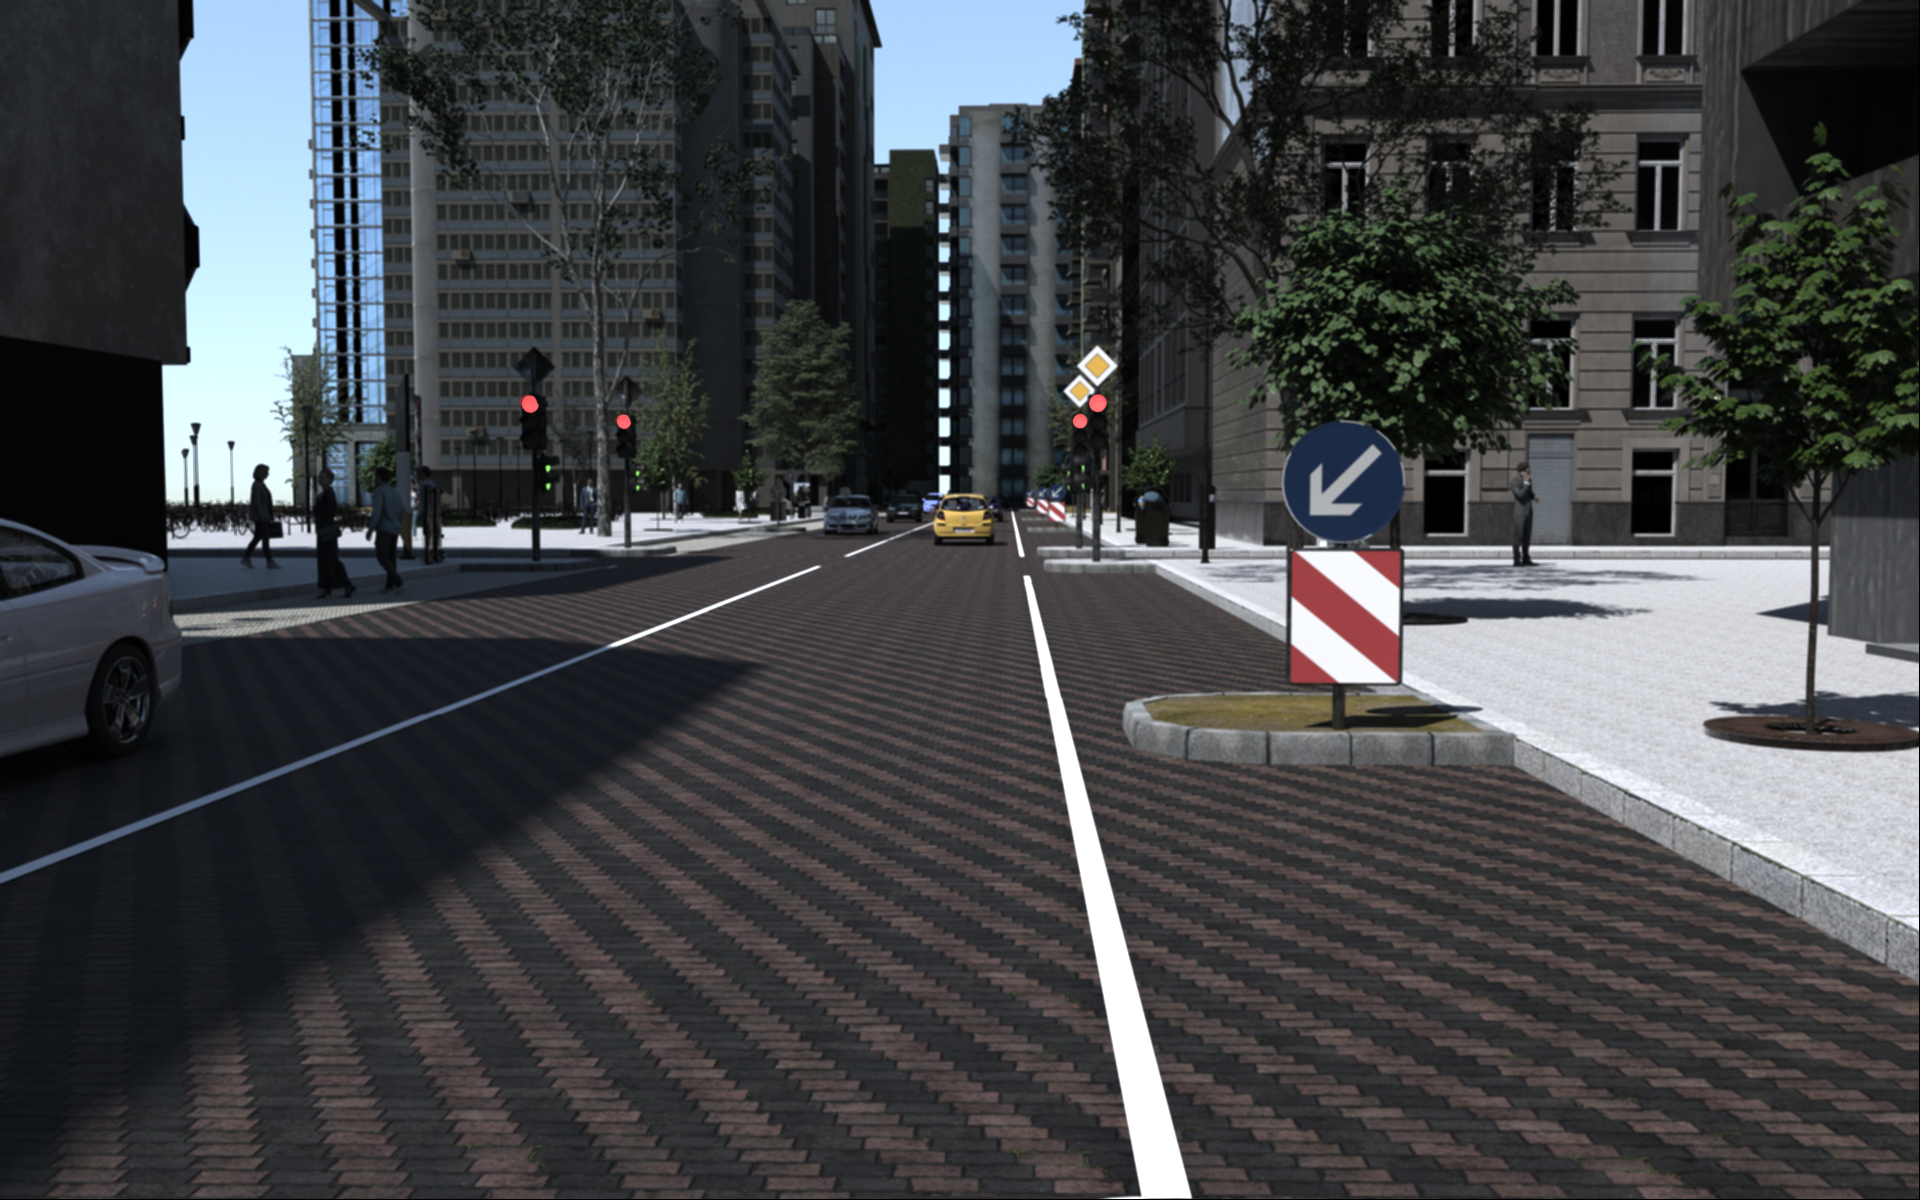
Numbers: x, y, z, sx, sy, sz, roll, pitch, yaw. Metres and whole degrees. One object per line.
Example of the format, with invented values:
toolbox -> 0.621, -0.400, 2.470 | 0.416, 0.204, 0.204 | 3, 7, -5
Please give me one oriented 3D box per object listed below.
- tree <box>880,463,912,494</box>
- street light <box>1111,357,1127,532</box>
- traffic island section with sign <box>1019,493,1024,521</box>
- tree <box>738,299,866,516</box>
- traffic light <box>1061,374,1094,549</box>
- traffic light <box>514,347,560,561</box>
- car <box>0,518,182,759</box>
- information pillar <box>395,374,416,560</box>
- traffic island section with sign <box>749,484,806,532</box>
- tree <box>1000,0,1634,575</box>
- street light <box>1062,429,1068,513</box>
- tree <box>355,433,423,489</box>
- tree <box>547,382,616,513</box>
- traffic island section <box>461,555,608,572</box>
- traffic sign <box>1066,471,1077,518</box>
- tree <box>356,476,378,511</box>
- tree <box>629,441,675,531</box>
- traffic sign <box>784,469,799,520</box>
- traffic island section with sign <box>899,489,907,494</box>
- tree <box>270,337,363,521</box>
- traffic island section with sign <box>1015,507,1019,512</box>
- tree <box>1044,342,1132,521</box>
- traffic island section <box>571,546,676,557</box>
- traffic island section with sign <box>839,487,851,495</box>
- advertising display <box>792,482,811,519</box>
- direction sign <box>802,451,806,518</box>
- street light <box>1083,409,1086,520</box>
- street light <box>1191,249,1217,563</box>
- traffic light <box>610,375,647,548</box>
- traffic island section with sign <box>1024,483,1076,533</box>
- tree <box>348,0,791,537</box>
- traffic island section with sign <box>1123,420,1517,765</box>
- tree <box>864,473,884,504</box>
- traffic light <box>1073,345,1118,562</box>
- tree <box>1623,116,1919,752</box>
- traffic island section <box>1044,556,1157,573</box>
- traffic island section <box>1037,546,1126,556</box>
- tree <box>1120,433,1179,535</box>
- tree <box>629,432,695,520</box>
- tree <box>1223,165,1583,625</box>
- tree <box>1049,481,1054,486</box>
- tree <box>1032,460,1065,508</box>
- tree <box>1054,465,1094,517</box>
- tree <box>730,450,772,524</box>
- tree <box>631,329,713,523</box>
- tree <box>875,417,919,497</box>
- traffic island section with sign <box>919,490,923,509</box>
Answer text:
tree -> -6.573, -12.005, 179.998 | 4.285, 4.588, 4.351 | 0, 3, 0
street light -> 5.324, -5.210, 57.973 | 0.468, 5.910, 1.993 | 0, 4, 2
traffic island section with sign -> 4.276, -5.122, 92.371 | 1.989, 1.847, 2.006 | 0, 4, 2
tree -> -9.199, -11.223, 101.620 | 7.486, 12.596, 7.792 | 0, 3, 0
traffic light -> 2.791, -3.168, 40.724 | 0.839, 4.253, 0.868 | 0, 4, 2
traffic light -> -8.089, -2.697, 33.023 | 0.839, 4.253, 0.868 | 0, 4, 2
car -> -5.531, 0.257, 8.156 | 2.083, 1.381, 4.827 | 0, 4, 3
information pillar -> -10.908, -2.606, 33.955 | 0.183, 3.616, 0.504 | -3, 5, -42
traffic island section with sign -> -6.895, -3.499, 65.839 | 1.989, 1.847, 2.006 | 0, 4, 2
tree -> 4.617, -5.444, 23.425 | 8.767, 10.594, 7.601 | 0, 4, 7
street light -> 6.966, -8.681, 114.721 | 0.468, 5.910, 1.993 | 0, 4, 2
tree -> -29.587, -6.515, 90.232 | 4.285, 4.588, 4.351 | 0, 3, 0
tree -> -25.117, -9.997, 113.815 | 4.360, 8.622, 3.978 | 0, 3, 0
traffic island section -> -8.129, -0.665, 33.159 | 2.009, 0.180, 2.903 | 0, 4, 2
traffic sign -> 6.189, -5.776, 94.543 | 0.768, 2.556, 0.104 | 1, 4, 8
tree -> -33.558, -6.350, 98.426 | 1.663, 3.219, 1.824 | 0, 3, 0
tree -> -10.552, -4.053, 60.868 | 1.663, 3.219, 1.824 | 0, 3, 0
traffic sign -> -8.421, -5.275, 86.359 | 0.768, 2.556, 0.104 | 0, 4, 7
traffic island section with sign -> -4.711, -8.279, 143.994 | 1.989, 1.847, 2.006 | 0, 4, 2
tree -> -30.675, -8.054, 82.045 | 4.737, 8.622, 4.395 | 0, 3, 0
traffic island section with sign -> 5.690, -8.204, 142.757 | 1.989, 1.847, 2.006 | 0, 4, 2
tree -> 6.109, -8.113, 83.016 | 4.737, 8.622, 4.395 | 0, 3, 0
traffic island section -> -7.906, -1.154, 41.141 | 2.009, 0.180, 2.903 | 0, 4, 2
traffic island section with sign -> -6.129, -5.157, 92.950 | 1.989, 1.847, 2.006 | 0, 4, 2
advertising display -> -8.286, -5.218, 90.535 | 0.974, 1.923, 0.123 | -1, 4, -19
direction sign -> -8.404, -6.146, 92.481 | 0.379, 3.537, 0.876 | 0, 4, -6
street light -> 6.208, -6.944, 86.315 | 0.468, 5.910, 1.993 | 0, 4, 2
street light -> 4.559, -3.624, 32.040 | 0.468, 5.910, 1.993 | 0, 4, 2
traffic light -> -7.867, -3.186, 41.005 | 0.839, 4.253, 0.868 | 0, 4, 2
traffic island section with sign -> 3.529, -3.474, 65.426 | 1.989, 1.847, 2.006 | 0, 4, 2
tree -> -11.356, -11.898, 50.427 | 12.611, 20.169, 13.585 | 0, 3, 0
traffic island section with sign -> 1.981, -0.091, 10.112 | 1.989, 1.847, 2.006 | 0, 4, 2
tree -> -7.339, -9.170, 144.531 | 1.663, 3.219, 1.824 | 0, 3, 0
traffic light -> 2.568, -2.680, 32.742 | 0.839, 4.253, 0.868 | 0, 4, 2
tree -> 4.342, -0.883, 9.046 | 1.663, 3.219, 1.824 | 0, 3, 0
traffic island section -> 2.608, -0.647, 32.855 | 2.009, 0.180, 2.903 | 0, 4, 2
traffic island section -> 2.831, -1.135, 40.837 | 2.009, 0.180, 2.903 | 0, 4, 2
tree -> 6.068, -3.679, 54.751 | 1.663, 3.219, 1.824 | 0, 3, 0
tree -> -14.991, -6.321, 87.055 | 4.285, 4.588, 4.351 | 0, 3, 0
tree -> 4.388, -2.071, 17.582 | 4.285, 4.588, 4.351 | 0, 3, 0
tree -> 7.781, -8.637, 135.808 | 1.663, 3.219, 1.824 | 0, 3, 0
tree -> 8.484, -11.050, 164.381 | 4.285, 4.588, 4.351 | 0, 3, 0
tree -> 6.592, -6.279, 97.259 | 1.663, 3.219, 1.824 | 0, 3, 0
tree -> -9.276, -4.942, 75.398 | 1.663, 3.219, 1.824 | 0, 3, 0
tree -> -12.683, -7.718, 76.555 | 4.737, 8.622, 4.395 | 0, 3, 0
tree -> -6.290, -13.115, 164.793 | 4.737, 8.622, 4.395 | 0, 3, 0
traffic island section with sign -> -3.937, -9.963, 171.517 | 1.989, 1.847, 2.006 | 0, 4, 2
